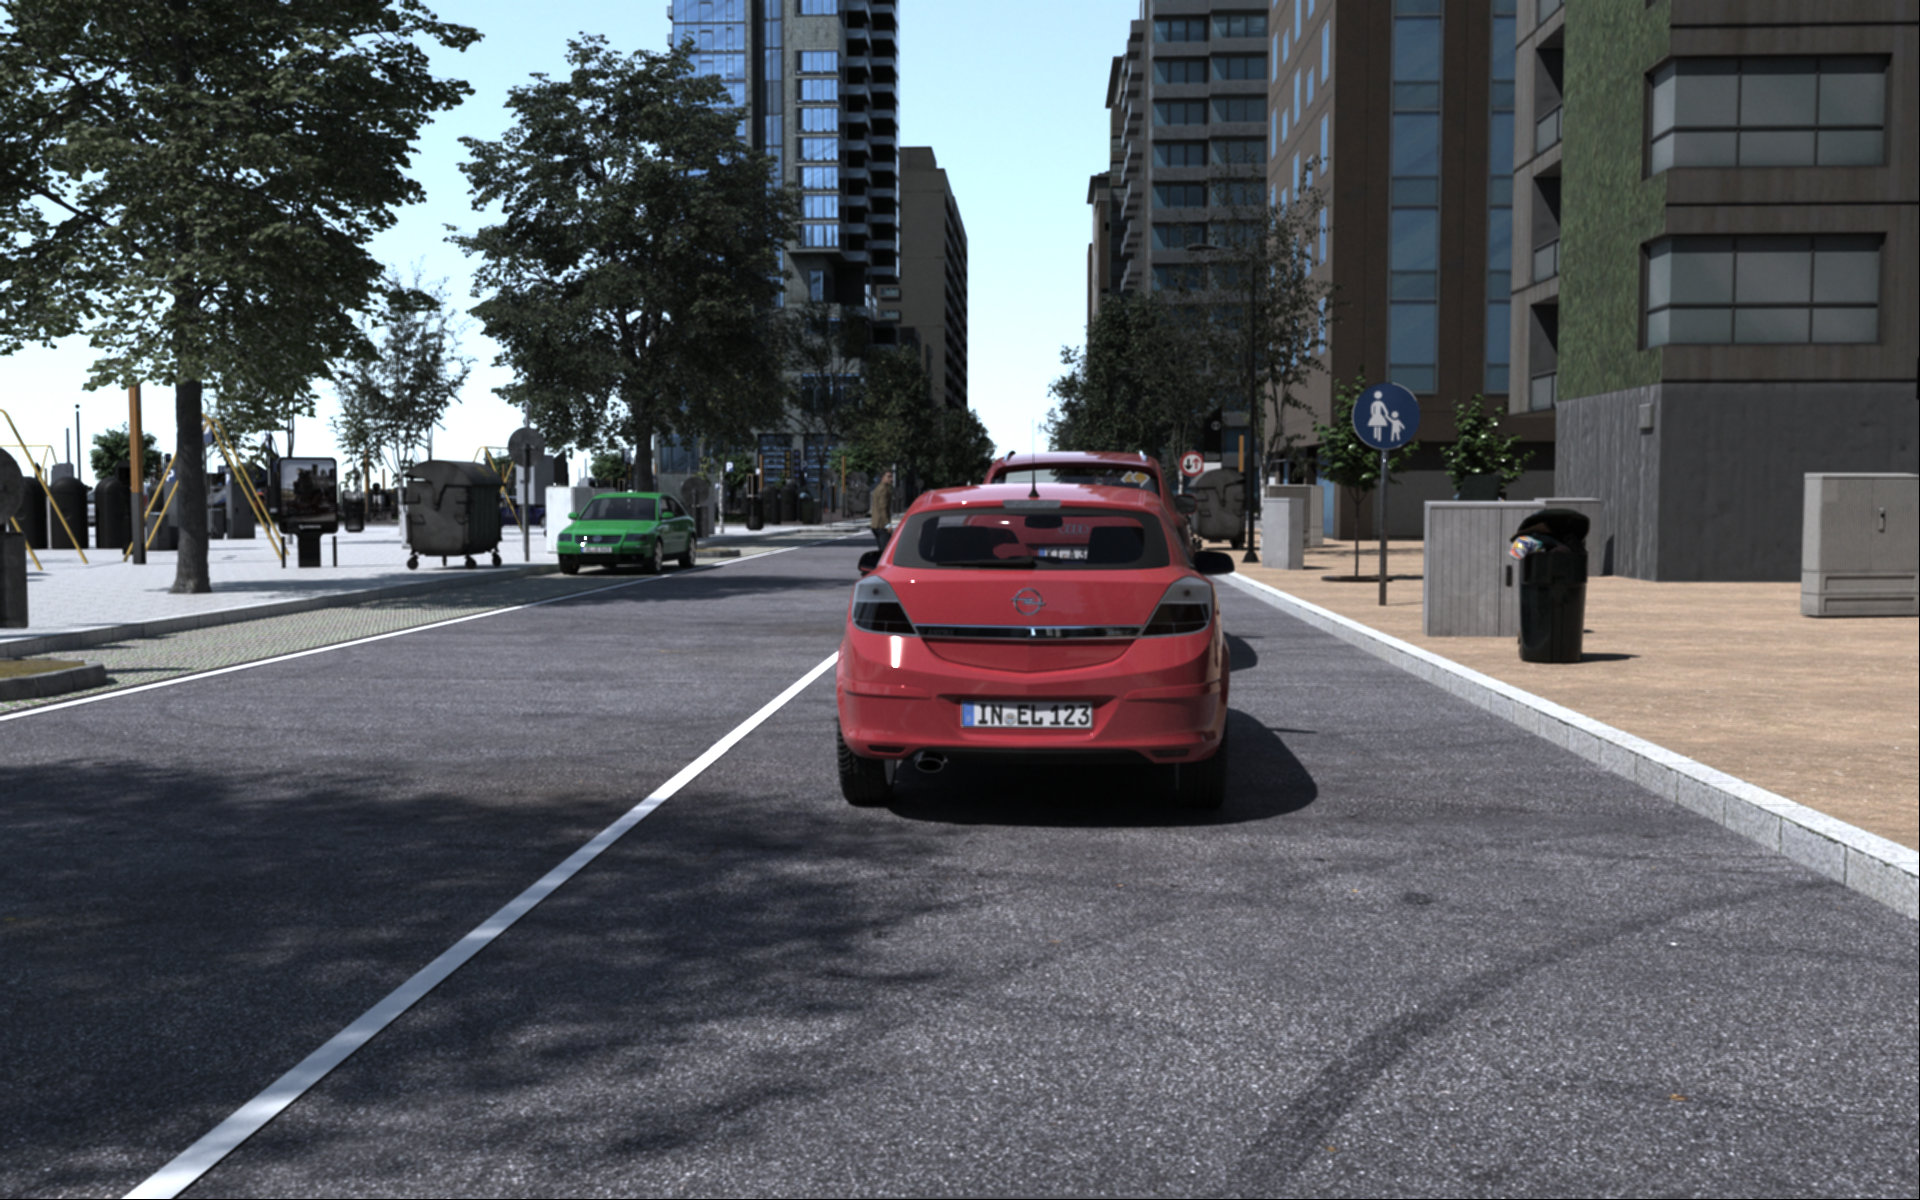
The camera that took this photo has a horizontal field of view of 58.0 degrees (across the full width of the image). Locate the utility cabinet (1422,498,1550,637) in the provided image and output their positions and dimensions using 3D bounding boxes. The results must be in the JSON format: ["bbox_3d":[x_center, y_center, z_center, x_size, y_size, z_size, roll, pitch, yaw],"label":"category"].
[{"bbox_3d":[4.728,-0.274,15.635,1.020,1.237,0.306,0,4,4],"label":"utility cabinet"}]

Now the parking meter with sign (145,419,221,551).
[{"bbox_3d":[-17.898,-2.658,39.719,0.543,3.016,1.738,1,4,18],"label":"parking meter with sign"}]

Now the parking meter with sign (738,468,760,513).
[{"bbox_3d":[-14.223,-7.373,116.815,0.543,3.016,1.738,3,5,44],"label":"parking meter with sign"}]

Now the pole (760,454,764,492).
[{"bbox_3d":[-10.195,-5.828,89.127,0.158,3.312,0.155,0,3,0],"label":"pole"}]

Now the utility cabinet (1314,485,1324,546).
[{"bbox_3d":[8.574,-2.060,42.354,0.318,1.500,1.173,0,4,-6],"label":"utility cabinet"}]

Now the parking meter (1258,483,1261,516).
[{"bbox_3d":[15.649,-5.140,89.745,0.399,1.863,0.255,1,4,16],"label":"parking meter"}]

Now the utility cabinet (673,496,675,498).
[{"bbox_3d":[-10.588,-3.164,62.890,0.306,1.237,1.020,0,4,3],"label":"utility cabinet"}]

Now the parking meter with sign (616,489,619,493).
[{"bbox_3d":[-29.344,-9.285,148.064,0.543,3.016,1.738,1,4,18],"label":"parking meter with sign"}]

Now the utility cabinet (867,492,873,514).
[{"bbox_3d":[-6.037,-6.156,109.337,1.173,1.500,0.318,2,4,25],"label":"utility cabinet"}]

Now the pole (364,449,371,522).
[{"bbox_3d":[-27.110,-5.222,79.228,0.158,3.312,0.155,0,3,0],"label":"pole"}]

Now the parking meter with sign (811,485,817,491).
[{"bbox_3d":[-12.024,-8.854,141.017,0.543,3.016,1.738,3,5,41],"label":"parking meter with sign"}]

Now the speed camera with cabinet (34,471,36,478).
[{"bbox_3d":[-63.892,-7.629,119.066,0.660,3.252,2.038,-3,4,-39],"label":"speed camera with cabinet"}]

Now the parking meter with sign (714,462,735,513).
[{"bbox_3d":[-12.862,-5.921,93.061,0.543,3.016,1.738,2,4,31],"label":"parking meter with sign"}]

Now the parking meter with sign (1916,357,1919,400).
[{"bbox_3d":[12.824,-1.539,21.429,0.543,3.016,1.738,-2,4,-35],"label":"parking meter with sign"}]

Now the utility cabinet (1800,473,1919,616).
[{"bbox_3d":[9.416,-0.574,18.056,1.173,1.500,0.318,-1,4,-9],"label":"utility cabinet"}]

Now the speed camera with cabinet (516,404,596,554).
[{"bbox_3d":[-8.822,-2.651,37.675,2.038,3.252,0.660,3,5,40],"label":"speed camera with cabinet"}]

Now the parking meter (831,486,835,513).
[{"bbox_3d":[-8.772,-6.960,119.500,0.255,1.863,0.399,-1,4,-16],"label":"parking meter"}]

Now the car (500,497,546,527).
[{"bbox_3d":[-17.515,-3.478,69.448,3.894,1.354,1.945,0,4,2],"label":"car"}]

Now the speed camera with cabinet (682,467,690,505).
[{"bbox_3d":[-19.597,-8.104,126.831,0.660,3.252,2.038,2,4,25],"label":"speed camera with cabinet"}]

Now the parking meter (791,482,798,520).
[{"bbox_3d":[-8.162,-4.874,85.397,0.255,1.863,0.399,-2,4,-25],"label":"parking meter"}]

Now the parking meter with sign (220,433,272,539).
[{"bbox_3d":[-20.583,-3.253,49.444,1.738,3.016,0.543,-3,5,-44],"label":"parking meter with sign"}]

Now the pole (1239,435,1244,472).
[{"bbox_3d":[9.775,-4.060,60.231,0.158,3.312,0.155,0,3,0],"label":"pole"}]

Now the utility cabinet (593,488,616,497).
[{"bbox_3d":[-13.226,-3.380,63.938,0.318,1.500,1.173,2,4,31],"label":"utility cabinet"}]

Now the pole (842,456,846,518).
[{"bbox_3d":[-6.238,-6.061,92.941,0.158,3.312,0.155,0,3,0],"label":"pole"}]

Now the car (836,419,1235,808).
[{"bbox_3d":[0.449,-0.025,9.451,2.155,1.783,4.494,0,4,4],"label":"car"}]

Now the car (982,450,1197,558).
[{"bbox_3d":[1.081,-0.450,16.023,2.281,1.827,5.304,0,4,4],"label":"car"}]

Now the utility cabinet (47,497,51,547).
[{"bbox_3d":[-22.156,-1.890,42.061,1.020,1.237,0.306,2,4,26],"label":"utility cabinet"}]

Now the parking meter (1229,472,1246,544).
[{"bbox_3d":[7.179,-2.391,44.807,0.399,1.863,0.255,-2,4,-30],"label":"parking meter"}]

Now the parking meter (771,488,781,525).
[{"bbox_3d":[-7.639,-3.885,71.928,0.372,1.533,0.369,0,3,0],"label":"parking meter"}]

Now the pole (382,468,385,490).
[{"bbox_3d":[-45.866,-8.809,137.873,0.158,3.312,0.155,0,3,0],"label":"pole"}]

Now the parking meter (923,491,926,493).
[{"bbox_3d":[-3.011,-8.542,148.066,0.372,1.533,0.369,0,3,0],"label":"parking meter"}]

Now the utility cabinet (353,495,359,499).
[{"bbox_3d":[-42.701,-6.814,122.575,0.306,1.237,1.020,-2,4,-34],"label":"utility cabinet"}]

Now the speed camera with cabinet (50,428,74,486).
[{"bbox_3d":[-27.084,-3.541,52.236,0.660,3.252,2.038,-2,4,-27],"label":"speed camera with cabinet"}]

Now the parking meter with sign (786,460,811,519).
[{"bbox_3d":[-8.618,-5.708,89.584,0.543,3.016,1.738,-3,5,-43],"label":"parking meter with sign"}]

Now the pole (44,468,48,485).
[{"bbox_3d":[-71.273,-8.640,135.115,0.158,3.312,0.155,0,3,0],"label":"pole"}]

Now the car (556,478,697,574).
[{"bbox_3d":[-6.128,-1.429,32.166,1.959,1.807,4.718,0,4,4],"label":"car"}]

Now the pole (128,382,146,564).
[{"bbox_3d":[-14.996,-2.307,31.558,0.158,3.312,0.155,0,3,0],"label":"pole"}]

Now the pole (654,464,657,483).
[{"bbox_3d":[-20.547,-7.524,116.857,0.158,3.312,0.155,0,3,0],"label":"pole"}]

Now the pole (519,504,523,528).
[{"bbox_3d":[-16.642,-4.394,65.693,0.158,3.312,0.155,0,3,0],"label":"pole"}]

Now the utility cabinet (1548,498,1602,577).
[{"bbox_3d":[9.410,-0.958,26.825,1.020,1.237,0.306,-1,4,-17],"label":"utility cabinet"}]

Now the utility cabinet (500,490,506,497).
[{"bbox_3d":[-24.387,-5.147,92.828,0.318,1.500,1.173,0,4,-2],"label":"utility cabinet"}]

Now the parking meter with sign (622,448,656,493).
[{"bbox_3d":[-11.879,-4.236,65.517,1.738,3.016,0.543,1,4,20],"label":"parking meter with sign"}]

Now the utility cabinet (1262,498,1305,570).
[{"bbox_3d":[5.539,-1.133,29.683,0.306,1.237,1.020,-1,4,-17],"label":"utility cabinet"}]

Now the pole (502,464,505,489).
[{"bbox_3d":[-30.767,-7.519,116.776,0.158,3.312,0.155,0,3,0],"label":"pole"}]

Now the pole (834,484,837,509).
[{"bbox_3d":[-10.585,-9.374,147.108,0.158,3.312,0.155,0,3,0],"label":"pole"}]

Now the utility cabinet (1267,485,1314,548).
[{"bbox_3d":[7.634,-1.945,40.485,1.173,1.500,0.318,-2,4,-23],"label":"utility cabinet"}]
